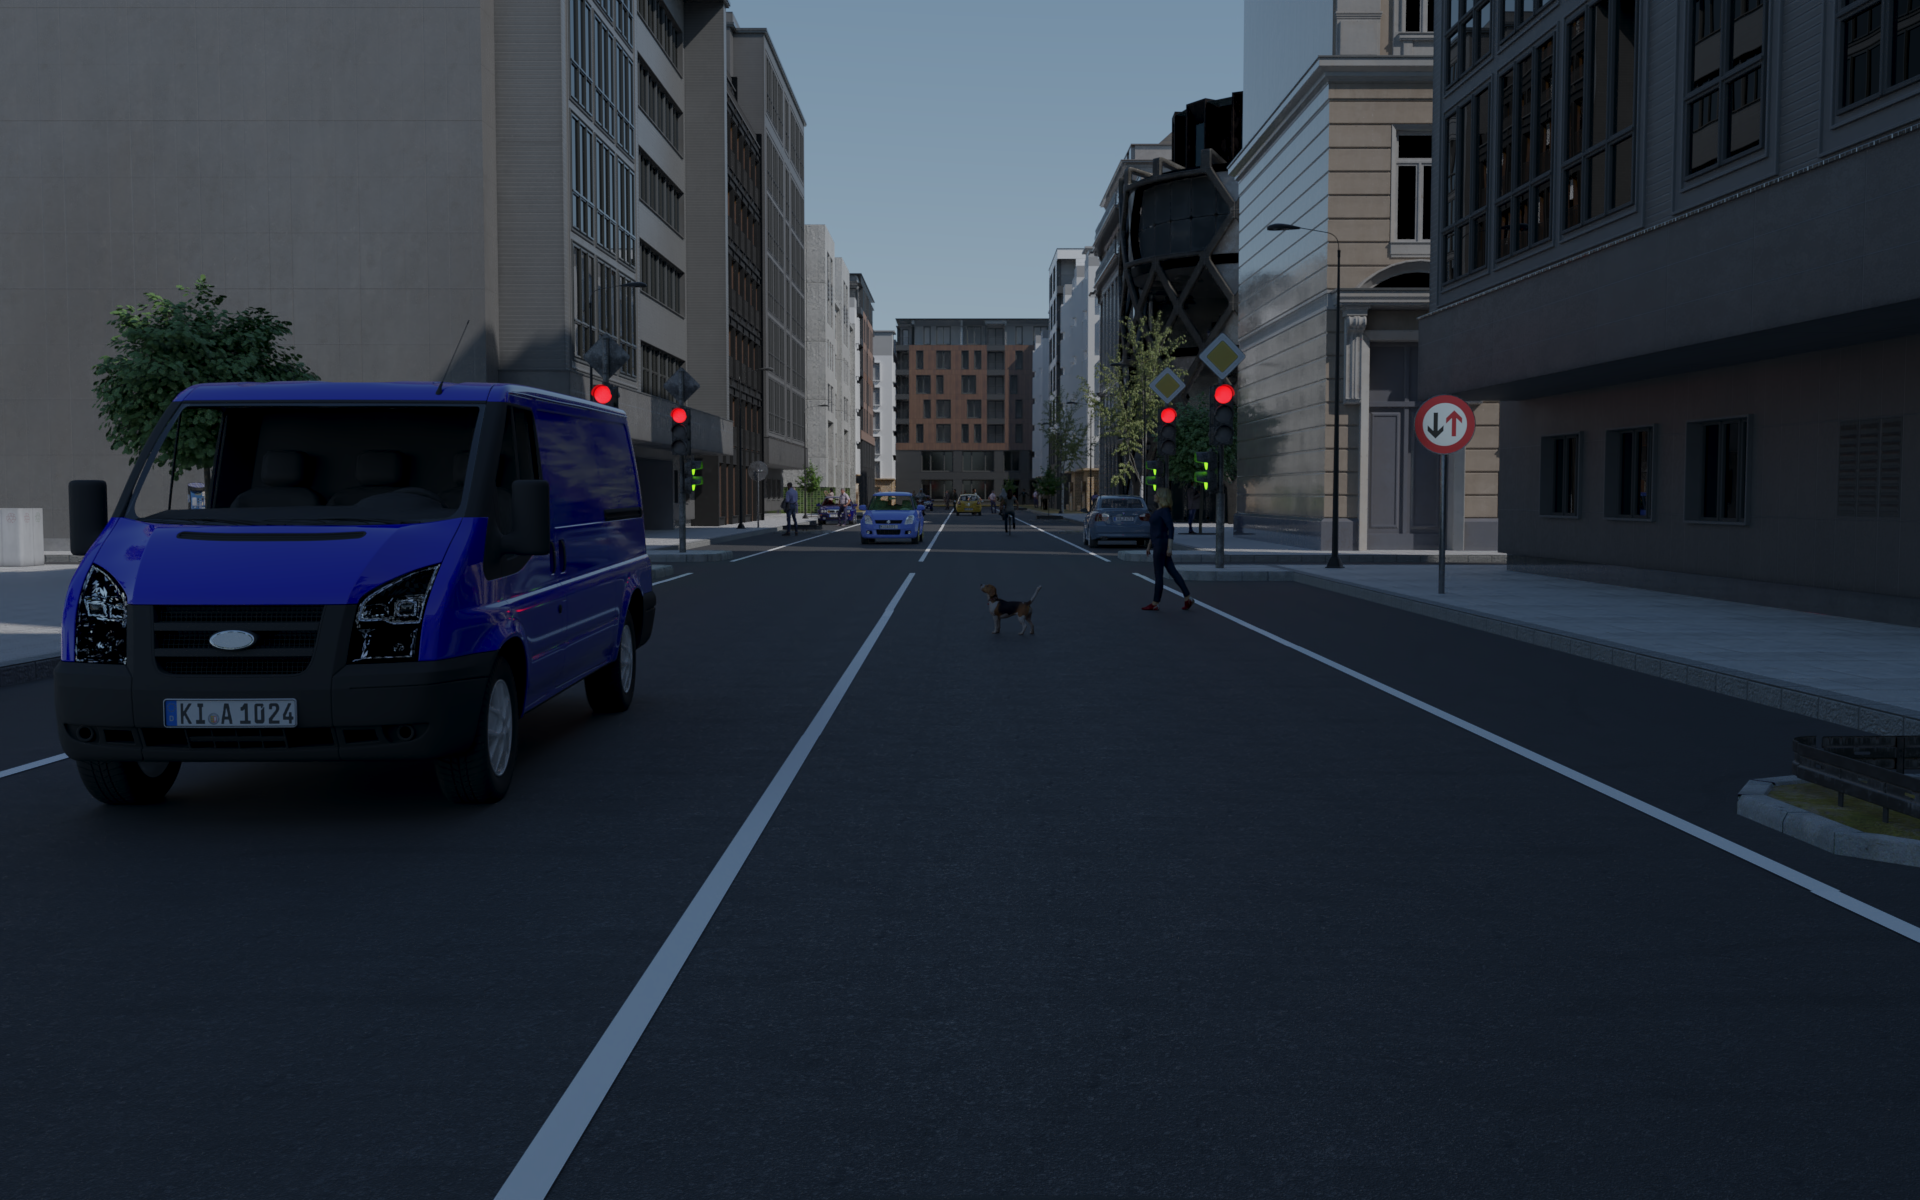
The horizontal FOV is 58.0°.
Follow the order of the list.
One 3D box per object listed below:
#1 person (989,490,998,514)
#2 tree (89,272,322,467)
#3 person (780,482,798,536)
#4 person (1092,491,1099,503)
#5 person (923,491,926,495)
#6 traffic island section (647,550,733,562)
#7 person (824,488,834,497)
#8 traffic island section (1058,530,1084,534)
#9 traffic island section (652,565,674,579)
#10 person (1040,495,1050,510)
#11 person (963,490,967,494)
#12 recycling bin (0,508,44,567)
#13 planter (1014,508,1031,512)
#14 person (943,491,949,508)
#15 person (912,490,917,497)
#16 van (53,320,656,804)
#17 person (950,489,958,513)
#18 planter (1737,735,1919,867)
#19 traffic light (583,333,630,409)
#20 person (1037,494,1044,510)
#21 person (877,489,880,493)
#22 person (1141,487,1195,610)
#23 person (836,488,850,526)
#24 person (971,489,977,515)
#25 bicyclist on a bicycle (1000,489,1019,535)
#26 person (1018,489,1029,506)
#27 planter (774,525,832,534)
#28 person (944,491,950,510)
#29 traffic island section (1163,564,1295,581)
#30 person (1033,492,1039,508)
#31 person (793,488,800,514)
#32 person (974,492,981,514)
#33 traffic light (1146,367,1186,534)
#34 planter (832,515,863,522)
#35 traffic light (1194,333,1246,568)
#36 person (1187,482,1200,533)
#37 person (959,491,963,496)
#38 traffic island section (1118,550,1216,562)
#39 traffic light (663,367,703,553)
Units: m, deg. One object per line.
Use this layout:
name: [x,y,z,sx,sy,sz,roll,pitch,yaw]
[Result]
person: [2.436,-7.152,126.381,0.436,1.711,0.756,-2,4,-32]
tree: [-11.223,-2.570,25.729,4.285,4.588,4.351,0,3,0]
person: [-5.886,-3.122,59.420,0.599,1.838,0.709,3,4,38]
person: [7.107,-4.987,90.806,0.421,1.427,0.697,0,4,-1]
person: [-3.175,-8.685,151.213,1.217,1.735,0.721,1,4,18]
traffic island section: [-6.105,-0.962,38.015,2.009,0.180,2.903,0,3,0]
person: [-7.833,-5.878,103.612,0.517,1.644,0.566,-2,4,-26]
traffic island section: [4.581,-2.465,63.173,1.991,0.108,1.994,0,3,0]
traffic island section: [-6.119,-0.474,30.030,2.009,0.180,2.903,0,3,0]
person: [6.782,-8.034,137.405,0.705,1.823,1.348,2,4,35]
person: [0.468,-9.620,165.916,1.348,1.807,0.705,2,4,26]
recycling bin: [-16.825,-1.115,30.785,0.722,1.027,0.722,0,4,2]
planter: [4.713,-7.279,140.154,1.991,0.319,1.994,0,3,0]
person: [-1.338,-9.994,172.420,0.721,1.766,1.217,-2,4,-30]
person: [-4.968,-10.856,186.005,1.348,1.823,0.705,1,4,19]
van: [-3.088,-0.330,9.785,2.240,2.365,5.245,0,4,-1]
person: [-0.421,-7.661,133.784,0.705,1.821,1.348,-2,4,-24]
planter: [4.472,0.843,7.362,1.991,0.319,1.994,0,3,0]
traffic light: [-6.079,-2.486,29.896,0.839,4.213,0.868,0,3,0]
person: [6.876,-8.354,143.350,1.217,1.735,0.721,-2,4,-27]
person: [-7.998,-10.103,171.215,1.348,1.826,0.705,1,4,15]
person: [2.566,-0.630,21.345,0.613,1.512,0.480,-1,4,-16]
person: [-5.248,-4.154,77.349,0.436,1.711,0.756,-2,4,-35]
person: [0.964,-6.827,120.141,0.705,1.821,1.348,-1,4,-12]
bicyclist on a bicycle: [1.729,-3.071,60.229,1.499,1.676,1.625,0,4,2]
person: [6.961,-11.197,188.751,1.348,1.869,0.705,1,4,12]
planter: [-5.736,-2.588,63.450,1.991,0.319,1.994,0,3,0]
person: [-1.222,-9.130,158.324,0.434,1.755,0.990,2,4,32]
traffic island section: [4.522,-0.473,30.007,2.009,0.180,2.903,0,3,0]
person: [7.008,-9.297,158.983,0.436,1.711,0.756,-1,4,-17]
person: [-10.796,-6.478,112.898,0.756,1.711,0.436,3,5,43]
person: [1.036,-7.122,124.925,1.348,1.826,0.705,-3,4,-39]
traffic light: [4.496,-2.975,37.879,0.839,4.213,0.868,0,3,0]
planter: [-5.688,-4.276,91.059,1.991,0.319,1.994,0,3,0]
traffic light: [4.482,-2.486,29.894,0.839,4.213,0.868,0,3,0]
person: [7.502,-2.970,55.429,0.431,1.722,0.655,0,4,-3]
person: [0.152,-10.840,186.655,0.541,1.710,0.530,-1,4,-14]
traffic island section: [4.536,-0.961,37.992,2.009,0.180,2.903,0,3,0]
traffic light: [-6.065,-2.975,37.881,0.839,4.213,0.868,0,3,0]
